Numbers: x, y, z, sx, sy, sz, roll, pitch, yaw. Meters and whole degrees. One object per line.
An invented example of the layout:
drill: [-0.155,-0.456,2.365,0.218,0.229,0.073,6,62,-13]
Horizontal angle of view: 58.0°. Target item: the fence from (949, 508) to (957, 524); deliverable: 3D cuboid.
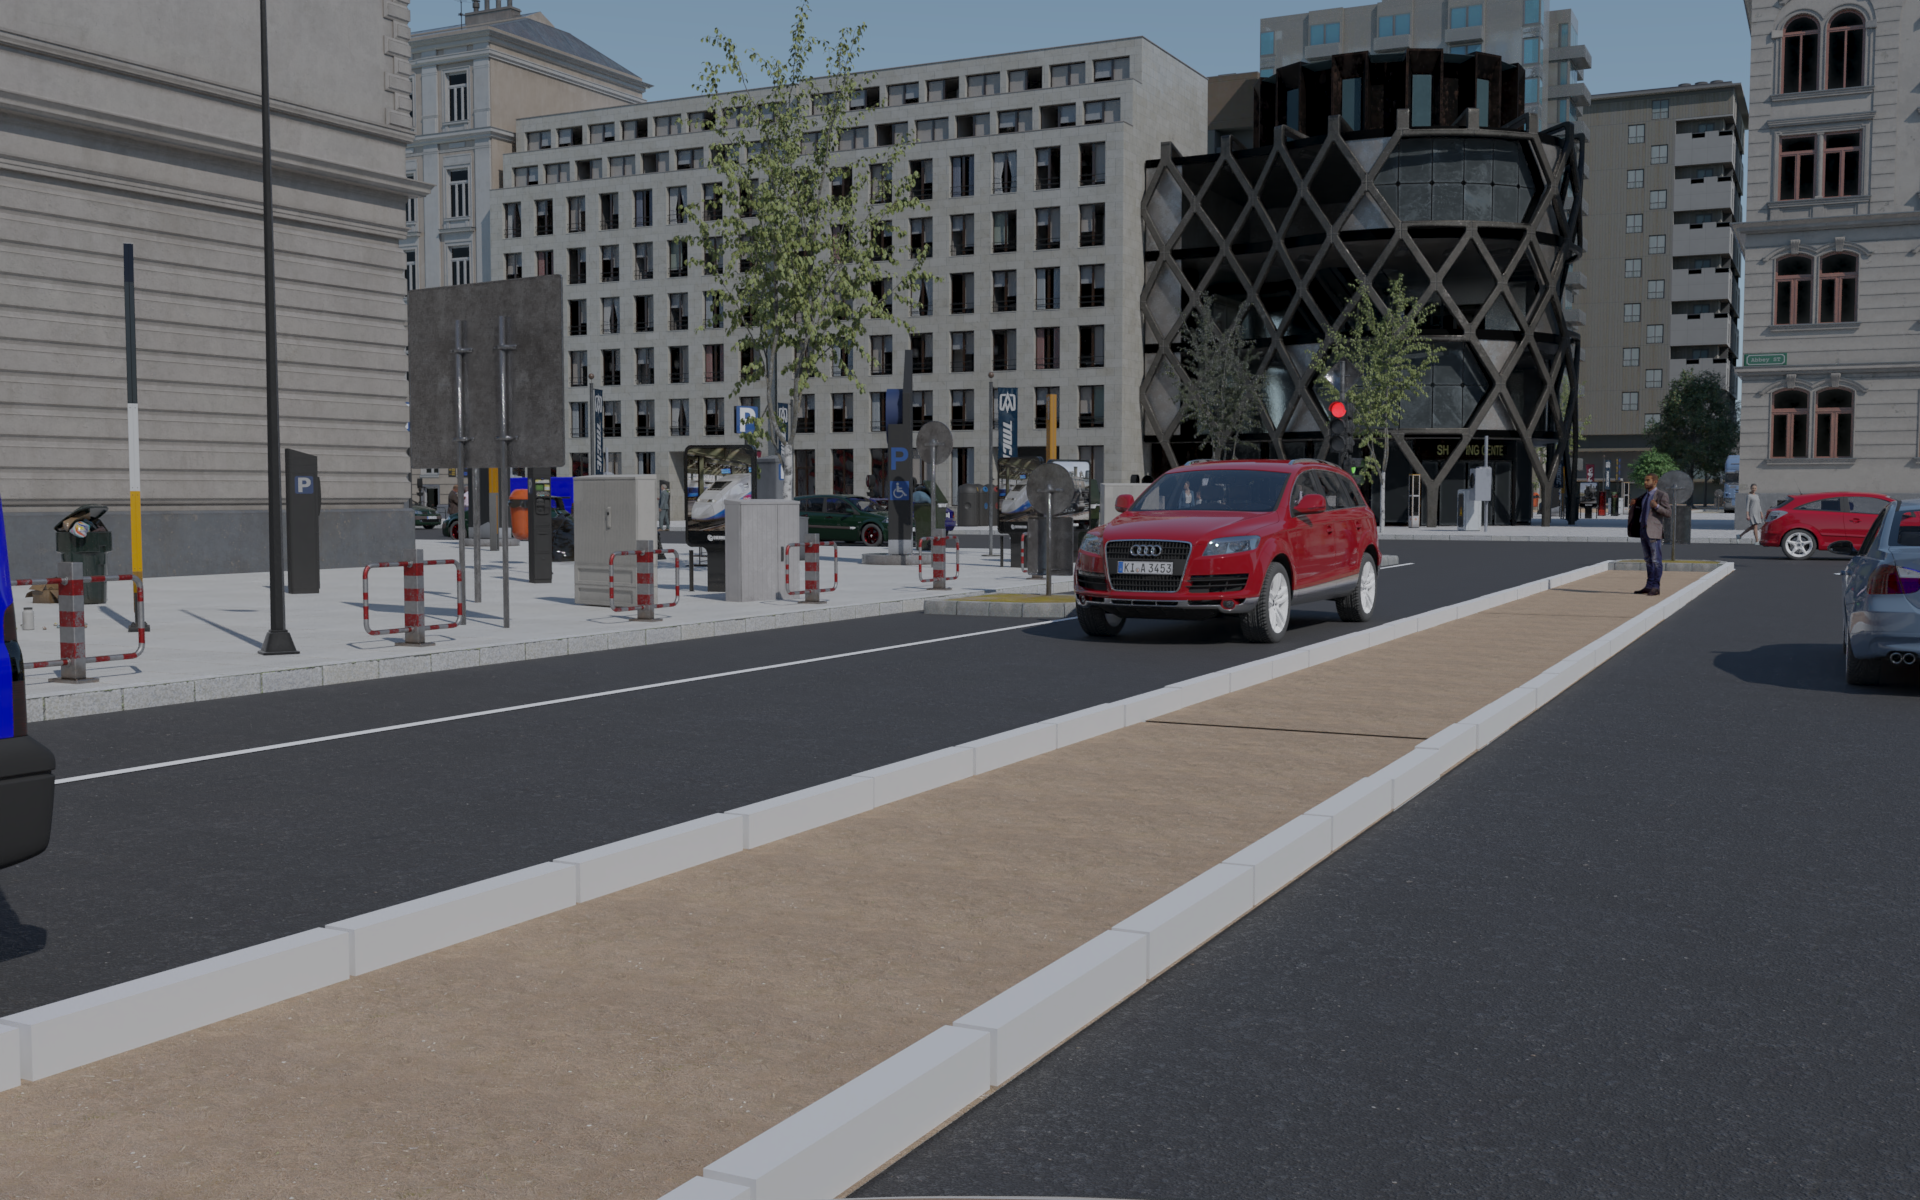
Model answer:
fence: [-0.642,-3.622,70.425,2.264,1.192,0.480,0,4,-5]

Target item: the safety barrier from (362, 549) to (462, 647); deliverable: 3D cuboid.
safety barrier: [-4.607,-0.021,14.618,0.300,0.817,1.120,2,4,27]

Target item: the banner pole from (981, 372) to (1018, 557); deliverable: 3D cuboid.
banner pole: [0.842,-2.794,35.706,0.863,3.779,0.401,-2,4,-26]

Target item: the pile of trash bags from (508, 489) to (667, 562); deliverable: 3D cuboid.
pile of trash bags: [-7.249,-1.414,32.864,1.912,1.369,3.447,2,4,29]

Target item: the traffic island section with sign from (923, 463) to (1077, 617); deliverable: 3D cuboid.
traffic island section with sign: [0.887,-0.766,21.150,1.989,1.847,2.006,2,4,27]

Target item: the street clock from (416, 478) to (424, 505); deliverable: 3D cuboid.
street clock: [-24.810,-4.589,79.595,0.358,2.002,0.471,-1,4,-20]

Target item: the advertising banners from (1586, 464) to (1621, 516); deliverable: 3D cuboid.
advertising banners: [37.436,-6.403,100.873,2.074,3.025,0.090,3,5,42]

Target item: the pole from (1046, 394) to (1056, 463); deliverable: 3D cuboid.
pole: [1.870,-2.550,35.543,0.158,3.312,0.155,0,3,0]

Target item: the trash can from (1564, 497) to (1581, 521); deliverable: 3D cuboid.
trash can: [28.811,-4.272,81.505,0.748,1.137,0.748,0,3,0]

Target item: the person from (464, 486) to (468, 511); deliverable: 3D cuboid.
person: [-16.672,-3.018,58.780,0.756,1.711,0.436,-1,4,-19]

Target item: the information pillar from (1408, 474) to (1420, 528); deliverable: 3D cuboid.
information pillar: [17.064,-3.705,65.068,0.304,2.012,0.304,-1,4,-12]

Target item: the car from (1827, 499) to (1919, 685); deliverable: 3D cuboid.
car: [8.039,-0.111,13.824,2.014,1.417,4.499,2,4,26]

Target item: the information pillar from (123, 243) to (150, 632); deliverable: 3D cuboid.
information pillar: [-7.662,-1.511,16.058,0.183,3.616,0.504,-2,4,-25]

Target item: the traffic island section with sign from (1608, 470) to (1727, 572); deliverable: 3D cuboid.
traffic island section with sign: [13.448,-1.506,32.767,2.006,1.907,1.989,2,4,27]

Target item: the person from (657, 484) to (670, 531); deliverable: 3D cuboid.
person: [-11.501,-3.553,66.773,0.590,1.801,0.661,0,4,7]

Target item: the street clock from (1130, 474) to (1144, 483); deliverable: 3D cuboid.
street clock: [6.417,-3.606,63.532,0.358,2.002,0.471,2,4,24]

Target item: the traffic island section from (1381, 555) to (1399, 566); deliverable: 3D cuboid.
traffic island section: [7.747,-0.802,35.391,2.009,0.180,2.903,2,4,27]

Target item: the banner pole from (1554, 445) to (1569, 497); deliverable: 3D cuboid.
banner pole: [30.497,-5.976,87.727,0.863,3.779,0.401,1,4,21]

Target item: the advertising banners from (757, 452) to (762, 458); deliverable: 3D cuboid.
advertising banners: [-9.105,-4.569,70.894,2.074,3.025,0.090,1,4,10]

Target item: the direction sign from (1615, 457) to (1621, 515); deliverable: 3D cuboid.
direction sign: [40.178,-6.962,105.830,0.379,3.537,0.876,3,4,36]

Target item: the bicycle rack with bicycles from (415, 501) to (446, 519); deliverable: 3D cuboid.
bicycle rack with bicycles: [-27.257,-4.527,87.393,2.925,0.926,2.852,3,4,36]

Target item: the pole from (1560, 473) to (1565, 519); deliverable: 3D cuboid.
pole: [30.929,-5.812,88.862,0.158,3.312,0.155,0,3,0]

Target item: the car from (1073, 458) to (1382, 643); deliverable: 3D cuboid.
car: [2.985,-0.603,18.537,2.281,1.827,5.304,2,4,29]

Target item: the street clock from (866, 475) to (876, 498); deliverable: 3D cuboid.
street clock: [-3.361,-3.708,65.191,0.358,2.002,0.471,-1,4,-23]

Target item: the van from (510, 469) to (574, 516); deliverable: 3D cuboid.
van: [-15.307,-3.557,62.537,5.245,2.365,2.240,2,4,28]

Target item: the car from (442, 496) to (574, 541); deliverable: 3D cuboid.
car: [-13.383,-2.543,51.370,4.222,1.686,2.009,2,4,26]

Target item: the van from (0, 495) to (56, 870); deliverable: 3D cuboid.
van: [-4.650,0.076,3.150,2.240,2.365,5.245,2,4,28]

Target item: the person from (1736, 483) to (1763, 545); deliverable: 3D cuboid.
person: [22.328,-2.424,48.880,0.760,1.731,0.466,2,4,28]

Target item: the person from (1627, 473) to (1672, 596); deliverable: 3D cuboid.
person: [9.690,-0.923,24.412,0.431,1.722,0.655,0,4,-8]

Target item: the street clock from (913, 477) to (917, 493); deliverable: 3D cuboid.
street clock: [-2.048,-4.163,72.627,0.471,2.002,0.358,2,4,32]

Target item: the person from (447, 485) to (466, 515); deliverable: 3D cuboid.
person: [-16.622,-2.937,57.200,0.565,1.739,0.600,3,5,43]

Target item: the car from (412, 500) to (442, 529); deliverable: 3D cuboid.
car: [-23.221,-3.740,70.929,4.222,1.686,2.009,2,4,26]

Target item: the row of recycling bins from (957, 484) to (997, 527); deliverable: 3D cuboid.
row of recycling bins: [0.963,-3.807,69.351,1.069,1.692,3.534,2,4,31]

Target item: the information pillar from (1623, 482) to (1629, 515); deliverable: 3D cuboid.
information pillar: [41.564,-6.337,108.097,0.304,2.012,0.304,1,4,13]

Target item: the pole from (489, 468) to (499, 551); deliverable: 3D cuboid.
pole: [-10.491,-2.759,38.952,0.158,3.312,0.155,0,3,0]

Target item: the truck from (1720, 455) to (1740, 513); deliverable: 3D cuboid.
truck: [56.835,-8.289,125.285,2.967,4.110,18.799,2,4,25]

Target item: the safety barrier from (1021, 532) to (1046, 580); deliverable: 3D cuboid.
safety barrier: [1.162,-0.714,25.952,0.300,0.817,1.120,2,4,27]

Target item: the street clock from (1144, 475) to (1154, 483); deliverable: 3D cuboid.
street clock: [7.185,-3.775,66.299,0.471,2.002,0.358,1,4,11]

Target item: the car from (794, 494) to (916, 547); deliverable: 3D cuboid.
car: [-3.051,-2.316,47.661,4.222,1.686,2.009,2,4,28]

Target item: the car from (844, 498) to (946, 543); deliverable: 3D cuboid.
car: [-2.415,-2.280,49.854,3.894,1.354,1.945,2,4,27]

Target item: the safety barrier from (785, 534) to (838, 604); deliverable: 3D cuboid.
safety barrier: [-1.731,-0.367,20.276,0.300,0.817,1.120,2,4,27]

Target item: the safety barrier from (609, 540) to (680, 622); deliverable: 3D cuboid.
safety barrier: [-3.170,-0.194,17.448,0.300,0.817,1.120,2,4,27]

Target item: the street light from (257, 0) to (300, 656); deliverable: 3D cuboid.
street light: [-4.998,-2.505,13.494,1.470,5.913,1.316,2,4,27]

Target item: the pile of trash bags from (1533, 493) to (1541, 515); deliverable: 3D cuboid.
pile of trash bags: [37.290,-6.098,109.453,3.447,1.369,1.912,-2,4,-31]

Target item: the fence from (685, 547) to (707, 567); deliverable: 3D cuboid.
fence: [-4.487,-1.250,31.648,0.480,1.192,2.264,0,4,6]

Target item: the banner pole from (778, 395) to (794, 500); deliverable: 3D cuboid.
banner pole: [-4.195,-3.181,42.022,0.401,3.779,0.863,2,4,27]

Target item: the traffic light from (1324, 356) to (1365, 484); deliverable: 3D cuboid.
traffic light: [7.778,-2.833,35.239,0.839,4.253,0.868,2,4,27]

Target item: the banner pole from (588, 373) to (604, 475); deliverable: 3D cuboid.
banner pole: [-7.603,-2.827,36.231,0.401,3.779,0.863,1,4,10]

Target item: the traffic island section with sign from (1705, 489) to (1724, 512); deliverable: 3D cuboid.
traffic island section with sign: [61.185,-8.006,139.532,1.989,1.847,2.006,2,4,27]

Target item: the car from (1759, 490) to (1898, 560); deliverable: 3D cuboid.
car: [19.807,-1.744,37.555,4.494,1.783,2.155,2,4,26]

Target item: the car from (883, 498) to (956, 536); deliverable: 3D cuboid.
car: [-2.154,-2.575,54.676,3.894,1.354,1.945,2,4,27]

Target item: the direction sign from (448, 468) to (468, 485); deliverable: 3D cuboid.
direction sign: [-23.345,-5.418,80.573,0.876,3.537,0.379,-1,4,-18]

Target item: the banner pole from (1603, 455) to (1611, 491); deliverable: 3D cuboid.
banner pole: [41.782,-7.463,112.036,0.863,3.779,0.401,-2,4,-30]

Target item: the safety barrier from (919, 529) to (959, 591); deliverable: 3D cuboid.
safety barrier: [-0.276,-0.541,23.117,0.300,0.817,1.120,2,4,27]

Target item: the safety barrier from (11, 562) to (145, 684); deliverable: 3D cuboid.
safety barrier: [-6.045,0.152,11.790,0.300,0.817,1.120,2,4,27]
